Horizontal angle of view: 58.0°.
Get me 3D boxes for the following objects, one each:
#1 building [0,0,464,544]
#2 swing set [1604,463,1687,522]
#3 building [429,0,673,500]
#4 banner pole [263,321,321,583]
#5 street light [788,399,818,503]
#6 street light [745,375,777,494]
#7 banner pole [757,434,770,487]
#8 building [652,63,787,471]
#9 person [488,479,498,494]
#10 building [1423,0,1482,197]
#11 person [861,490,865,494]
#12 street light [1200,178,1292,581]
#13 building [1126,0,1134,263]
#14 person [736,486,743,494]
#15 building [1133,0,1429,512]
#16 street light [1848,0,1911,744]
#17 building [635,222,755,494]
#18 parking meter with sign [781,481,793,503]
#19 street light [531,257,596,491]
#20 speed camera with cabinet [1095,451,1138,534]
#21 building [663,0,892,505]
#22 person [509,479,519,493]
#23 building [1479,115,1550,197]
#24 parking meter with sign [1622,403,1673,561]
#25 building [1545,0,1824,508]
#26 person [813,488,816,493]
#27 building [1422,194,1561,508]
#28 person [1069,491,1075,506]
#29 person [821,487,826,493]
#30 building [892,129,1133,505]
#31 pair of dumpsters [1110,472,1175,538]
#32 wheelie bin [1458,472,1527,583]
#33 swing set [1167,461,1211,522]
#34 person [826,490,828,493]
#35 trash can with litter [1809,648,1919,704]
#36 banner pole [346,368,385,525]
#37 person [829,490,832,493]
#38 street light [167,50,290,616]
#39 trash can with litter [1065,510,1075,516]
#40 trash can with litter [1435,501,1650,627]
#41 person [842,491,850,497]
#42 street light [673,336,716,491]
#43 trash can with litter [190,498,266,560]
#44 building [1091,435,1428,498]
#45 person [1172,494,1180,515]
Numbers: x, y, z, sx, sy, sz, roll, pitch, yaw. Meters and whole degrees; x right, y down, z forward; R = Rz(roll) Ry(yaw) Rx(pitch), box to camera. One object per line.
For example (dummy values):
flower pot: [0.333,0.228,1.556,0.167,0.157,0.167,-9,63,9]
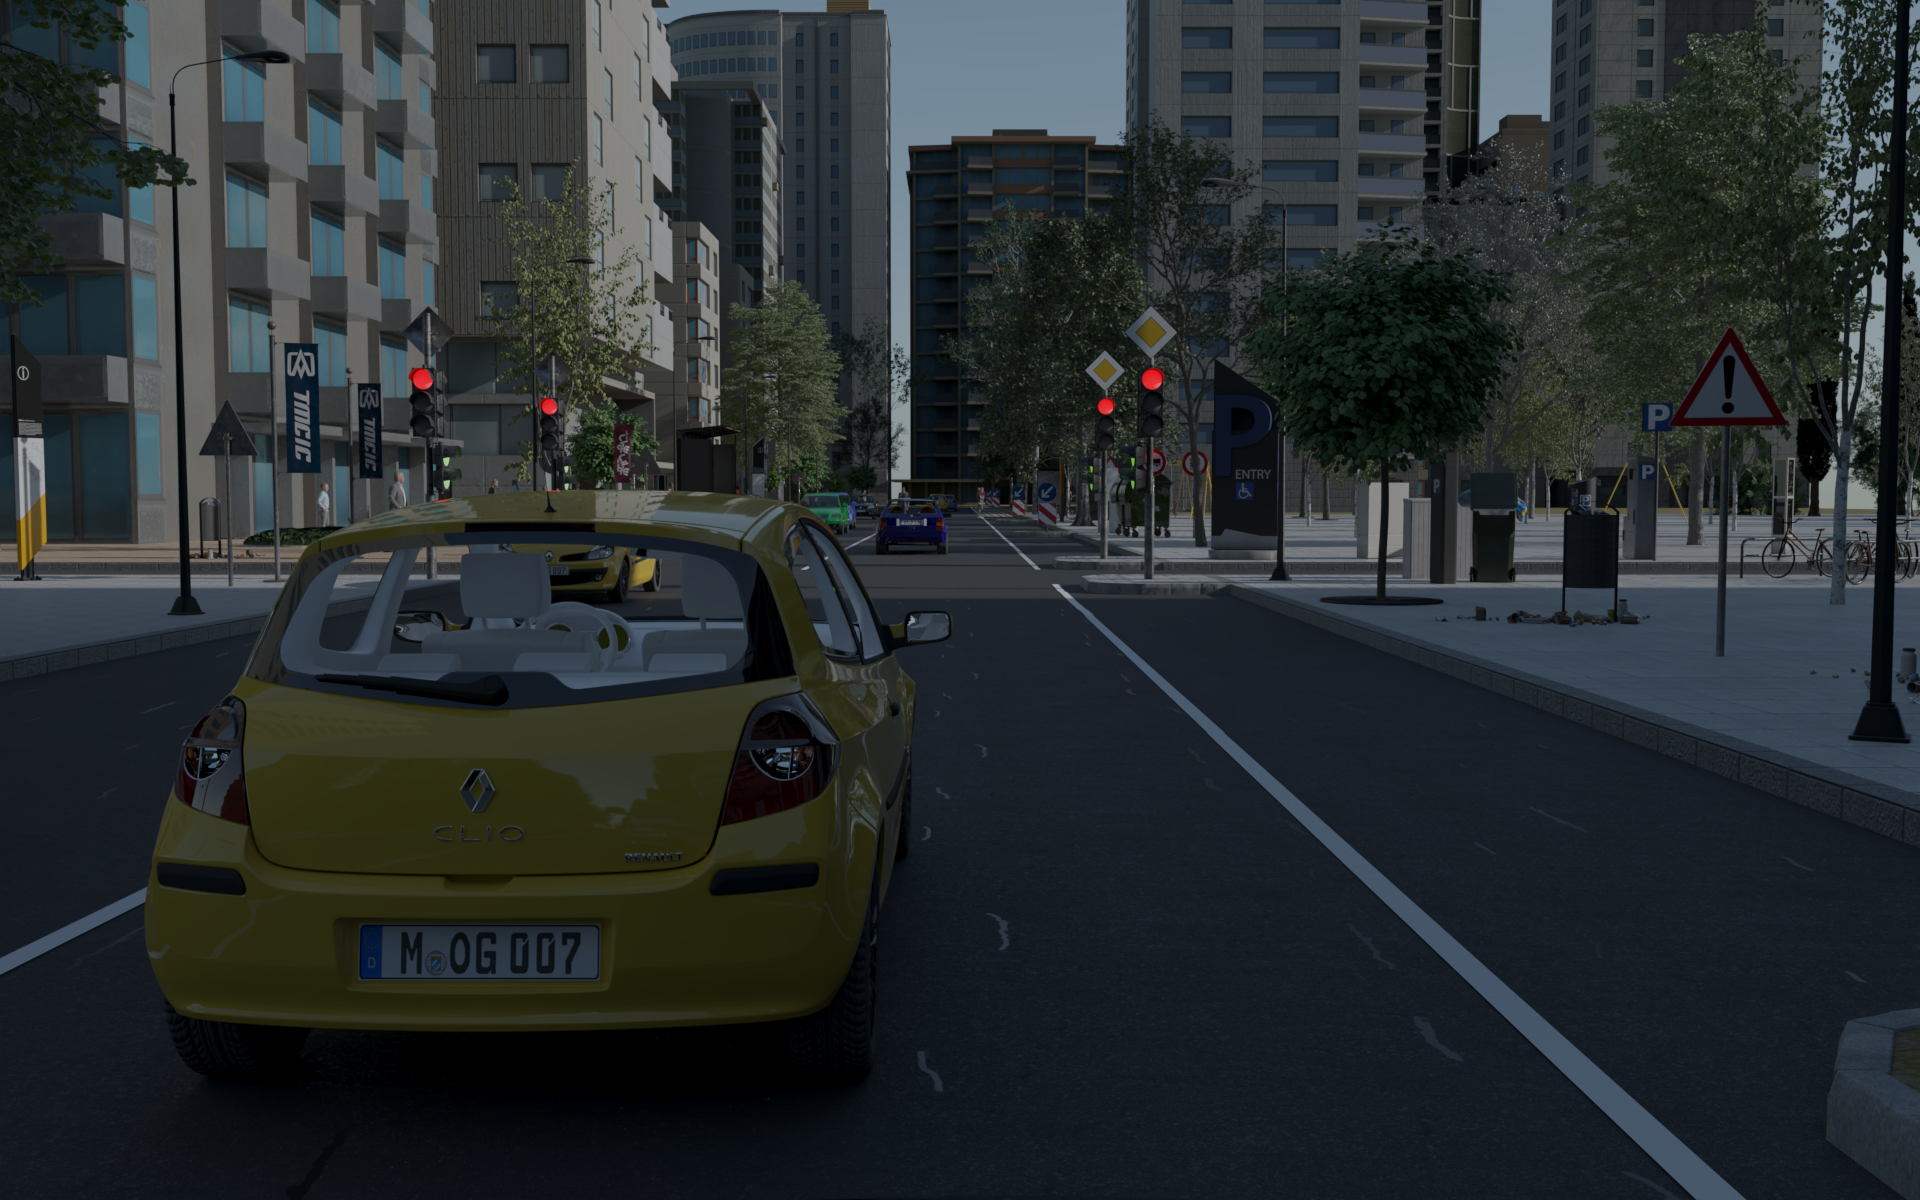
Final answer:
building: [-30.528,-26.654,55.406,23.786,49.044,30.456,0,3,0]
swing set: [31.983,-5.112,81.201,2.862,2.851,3.119,0,4,-7]
building: [-30.585,-30.762,92.199,28.713,52.752,27.495,0,3,0]
banner pole: [-9.739,-2.154,25.239,0.863,3.779,0.401,-1,4,-20]
street light: [-7.839,-6.871,84.884,1.470,5.913,1.316,0,3,0]
street light: [-7.838,-5.827,67.817,1.470,5.913,1.316,0,3,0]
banner pole: [-8.225,-5.025,72.183,0.863,3.779,0.401,3,5,42]
building: [-28.810,-28.696,161.069,23.993,40.220,32.217,0,3,0]
person: [-16.327,-3.324,60.604,0.699,1.804,1.509,-1,4,-10]
building: [51.814,-47.150,209.153,20.611,71.187,20.563,0,3,0]
person: [-6.595,-6.803,120.523,0.721,1.735,1.217,0,4,7]
street light: [4.235,-3.248,25.643,1.470,5.913,1.316,0,3,0]
building: [31.202,-47.217,210.249,20.611,71.187,20.563,0,3,0]
person: [-14.480,-6.521,112.605,1.348,1.831,0.705,-3,4,-37]
building: [23.881,-36.140,132.888,21.231,58.520,28.212,0,3,0]
street light: [4.277,-2.224,8.901,1.470,5.913,1.316,0,3,0]
building: [-30.310,-17.100,124.620,27.650,21.520,28.899,0,3,0]
parking meter with sign: [-10.352,-6.232,98.147,1.738,3.016,0.543,-1,4,-17]
street light: [-7.856,-3.769,34.159,1.470,5.913,1.316,0,3,0]
speed camera with cabinet: [5.138,-3.830,56.956,0.660,3.252,2.038,-1,4,-23]
building: [-22.511,-40.880,210.380,28.212,58.520,21.231,0,3,0]
person: [-15.405,-3.278,59.901,0.793,1.790,0.793,-2,4,-30]
building: [69.621,-34.106,207.744,14.200,45.320,14.600,0,3,0]
parking meter with sign: [13.396,-2.304,33.927,0.543,3.016,1.738,0,4,6]
building: [67.354,-44.519,166.138,20.611,71.187,20.563,0,3,0]
person: [-13.569,-9.594,162.538,0.705,1.869,1.348,1,4,13]
building: [49.675,-24.403,170.686,14.107,30.474,14.160,0,3,0]
person: [12.211,-11.075,190.101,0.750,1.759,0.617,-2,4,-25]
person: [-10.720,-7.854,134.546,1.350,1.814,0.705,3,4,38]
building: [6.463,-34.015,210.769,28.867,44.769,22.147,0,3,0]
pair of dumpsters: [5.535,-3.063,52.566,1.574,2.255,4.437,0,3,0]
wheelie bin: [7.749,-1.064,25.298,0.980,1.594,0.693,1,4,14]
swing set: [10.665,-5.353,85.134,3.119,2.851,2.862,0,4,-1]
person: [-13.672,-10.409,176.964,0.721,1.736,1.217,-2,4,-35]
trash can with litter: [6.392,-0.009,11.211,1.678,1.210,2.233,2,4,30]
banner pole: [-11.853,-2.713,34.369,0.863,3.779,0.401,0,4,1]
person: [-13.496,-10.765,182.054,0.705,1.824,1.348,3,4,37]
street light: [-7.707,-2.797,18.277,1.470,5.913,1.316,0,3,0]
trash can with litter: [6.313,-5.603,102.999,1.055,1.170,0.624,-3,5,-43]
trash can with litter: [5.939,-0.393,17.490,2.233,1.210,1.678,1,4,10]
person: [-9.800,-8.588,146.454,1.348,1.824,0.705,-3,4,-38]
street light: [-7.867,-4.801,51.039,1.470,5.913,1.316,0,3,0]
trash can with litter: [-14.795,-1.467,35.035,1.678,1.210,2.233,1,4,18]
building: [26.434,-19.452,163.079,27.650,21.520,28.899,0,3,0]
person: [13.018,-5.756,104.420,0.475,1.303,0.640,-2,4,-24]
